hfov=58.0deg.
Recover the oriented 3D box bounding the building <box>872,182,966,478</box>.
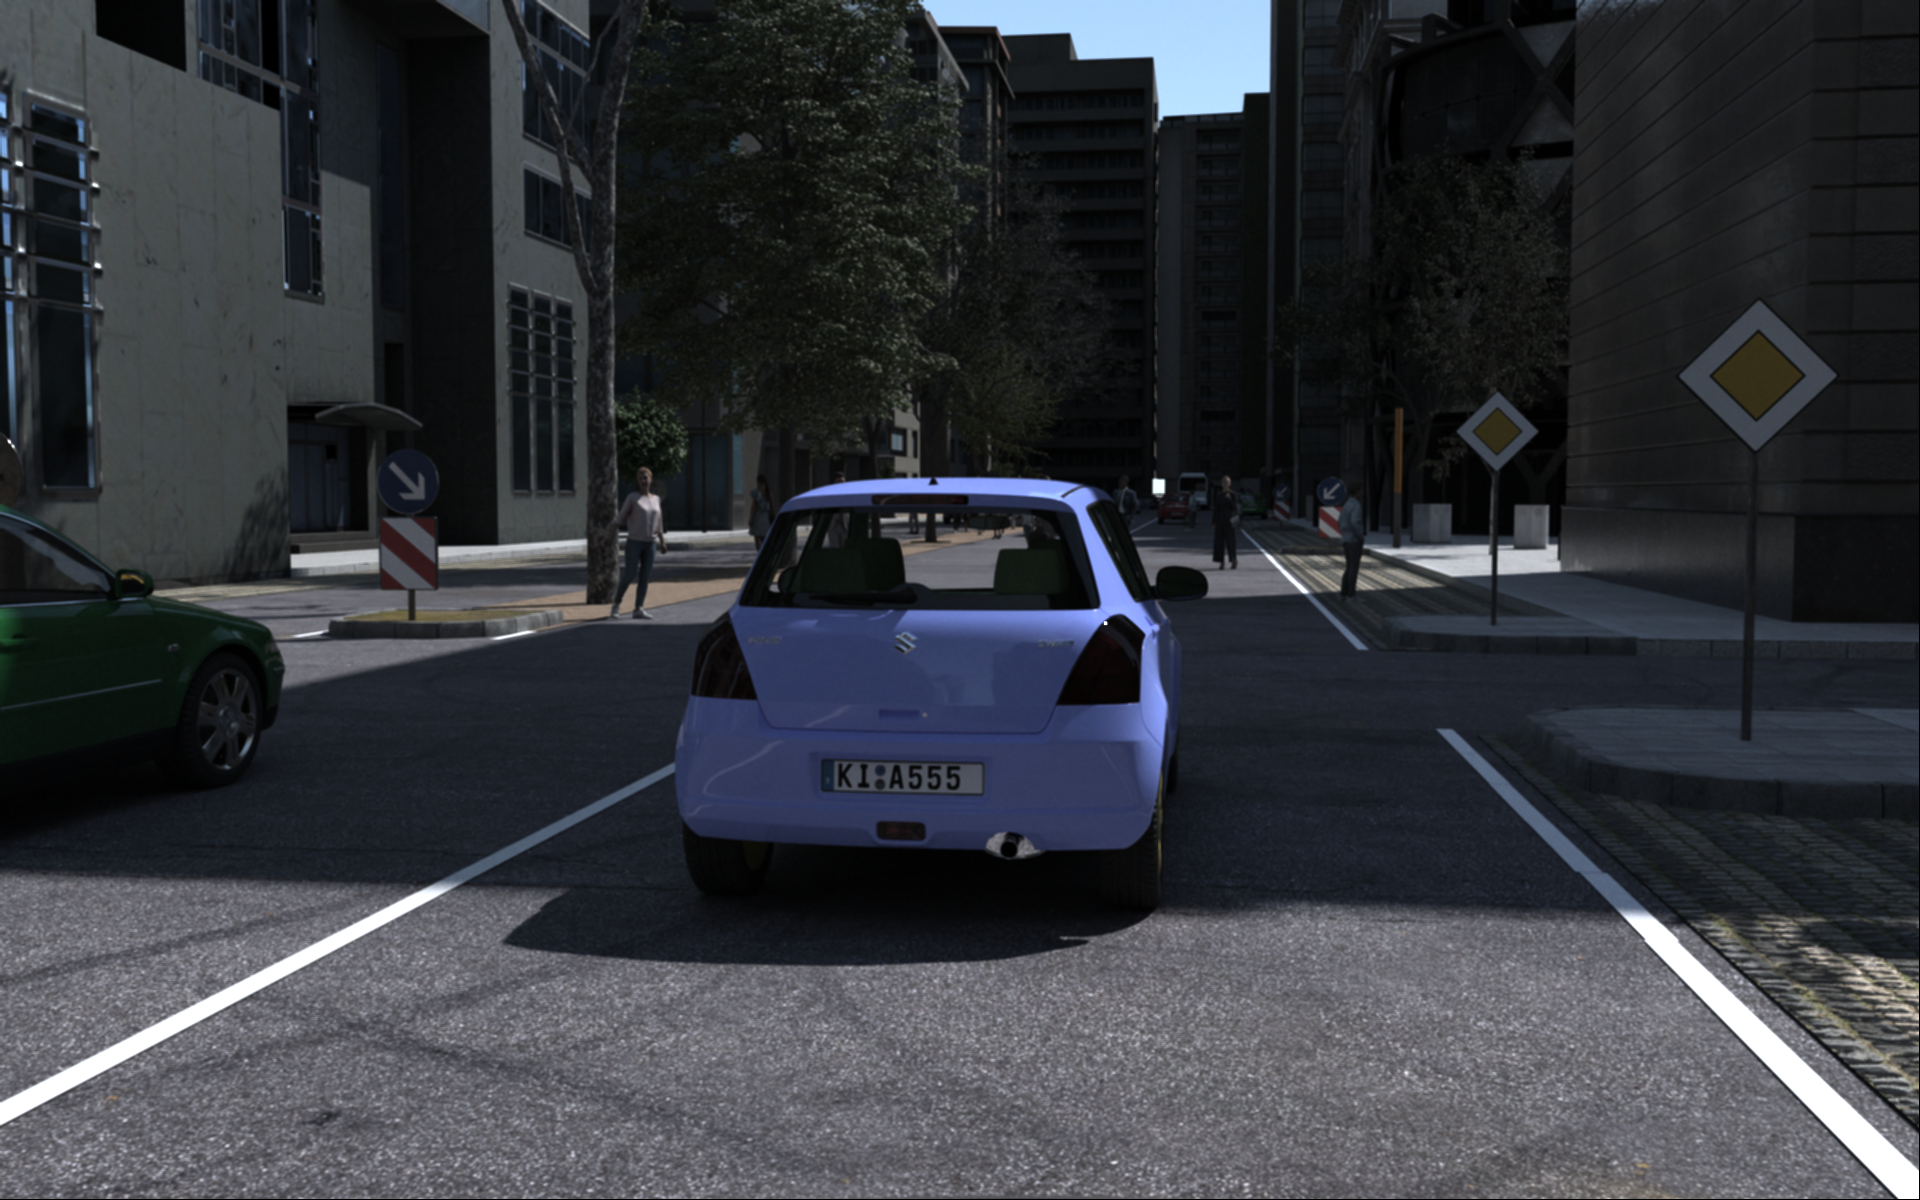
[{"bbox_3d":[-15.259,-16.263,110.938,27.650,21.520,28.899,0,4,8],"label":"building"}]

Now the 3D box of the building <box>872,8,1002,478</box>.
[{"bbox_3d":[-13.078,-27.210,136.768,32.217,40.220,23.993,0,4,8],"label":"building"}]

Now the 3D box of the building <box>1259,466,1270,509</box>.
[{"bbox_3d":[37.586,-43.737,153.344,20.563,71.187,20.611,0,4,8],"label":"building"}]

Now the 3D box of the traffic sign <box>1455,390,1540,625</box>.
[{"bbox_3d":[5.212,-0.809,16.869,0.795,2.450,0.064,0,4,8],"label":"traffic sign"}]

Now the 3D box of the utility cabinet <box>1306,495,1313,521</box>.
[{"bbox_3d":[16.597,-4.301,81.480,0.306,1.237,1.020,-1,4,-10],"label":"utility cabinet"}]

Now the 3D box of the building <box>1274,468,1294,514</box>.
[{"bbox_3d":[38.014,-25.993,116.864,32.217,40.220,23.993,0,4,8],"label":"building"}]

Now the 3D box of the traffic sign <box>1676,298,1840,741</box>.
[{"bbox_3d":[4.093,-0.325,8.962,0.795,2.450,0.064,0,4,8],"label":"traffic sign"}]

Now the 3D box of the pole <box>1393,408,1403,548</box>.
[{"bbox_3d":[10.410,-2.895,41.168,0.158,3.312,0.155,0,3,0],"label":"pole"}]

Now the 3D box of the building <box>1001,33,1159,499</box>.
[{"bbox_3d":[10.478,-34.443,186.849,21.600,48.544,21.300,0,4,8],"label":"building"}]

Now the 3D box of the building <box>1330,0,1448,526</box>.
[{"bbox_3d":[24.400,-17.773,77.981,14.401,28.519,23.554,0,4,8],"label":"building"}]

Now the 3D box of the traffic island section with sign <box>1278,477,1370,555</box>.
[{"bbox_3d":[8.708,-2.002,41.368,1.989,1.847,2.006,0,4,8],"label":"traffic island section with sign"}]

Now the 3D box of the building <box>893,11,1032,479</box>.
[{"bbox_3d":[-8.505,-30.932,160.369,28.867,44.769,22.147,0,4,8],"label":"building"}]

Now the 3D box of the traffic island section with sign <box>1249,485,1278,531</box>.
[{"bbox_3d":[12.494,-3.635,68.057,1.989,1.847,2.006,0,4,8],"label":"traffic island section with sign"}]

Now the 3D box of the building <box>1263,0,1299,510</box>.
[{"bbox_3d":[31.716,-29.805,137.416,14.600,45.320,14.200,0,4,8],"label":"building"}]

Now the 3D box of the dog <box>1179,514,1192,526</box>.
[{"bbox_3d":[10.252,-3.775,78.564,0.800,0.831,0.513,1,4,17],"label":"dog"}]

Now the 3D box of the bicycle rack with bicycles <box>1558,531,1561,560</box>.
[{"bbox_3d":[12.818,-1.226,33.428,2.852,0.926,2.925,-2,4,-34],"label":"bicycle rack with bicycles"}]

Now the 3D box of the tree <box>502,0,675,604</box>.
[{"bbox_3d":[-5.722,-10.066,22.926,12.611,20.169,13.585,0,3,0],"label":"tree"}]

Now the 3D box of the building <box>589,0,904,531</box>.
[{"bbox_3d":[-15.570,-27.715,72.741,23.786,49.044,30.456,0,4,8],"label":"building"}]

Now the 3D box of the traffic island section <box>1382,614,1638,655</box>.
[{"bbox_3d":[5.237,0.326,16.943,2.009,0.180,2.903,0,4,8],"label":"traffic island section"}]

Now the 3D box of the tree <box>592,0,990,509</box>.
[{"bbox_3d":[-3.343,-6.880,33.076,7.486,12.596,7.792,0,3,0],"label":"tree"}]

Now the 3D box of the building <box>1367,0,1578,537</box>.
[{"bbox_3d":[22.073,-11.608,57.250,16.820,18.784,16.811,0,4,8],"label":"building"}]

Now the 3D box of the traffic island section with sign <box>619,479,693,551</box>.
[{"bbox_3d":[-7.981,-2.197,44.552,1.989,1.847,2.006,0,4,8],"label":"traffic island section with sign"}]

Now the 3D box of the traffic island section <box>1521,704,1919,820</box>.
[{"bbox_3d":[4.117,0.810,9.036,2.009,0.180,2.903,0,4,8],"label":"traffic island section"}]

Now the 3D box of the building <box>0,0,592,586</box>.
[{"bbox_3d":[-21.775,-44.083,33.433,22.319,86.520,31.000,0,4,8],"label":"building"}]

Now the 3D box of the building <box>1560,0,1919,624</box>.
[{"bbox_3d":[21.097,-13.644,20.345,25.104,27.353,12.463,0,4,8],"label":"building"}]

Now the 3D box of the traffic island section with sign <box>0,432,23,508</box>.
[{"bbox_3d":[-6.528,-0.162,10.779,2.006,1.907,1.989,0,4,8],"label":"traffic island section with sign"}]

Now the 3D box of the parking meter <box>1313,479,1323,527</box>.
[{"bbox_3d":[13.996,-3.784,67.577,0.399,1.863,0.255,0,4,-2],"label":"parking meter"}]

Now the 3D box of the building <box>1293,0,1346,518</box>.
[{"bbox_3d":[26.265,-25.385,98.637,14.154,41.232,14.086,0,4,8],"label":"building"}]

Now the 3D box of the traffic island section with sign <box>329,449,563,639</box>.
[{"bbox_3d":[-5.480,-0.610,18.112,2.006,1.907,1.989,0,4,8],"label":"traffic island section with sign"}]

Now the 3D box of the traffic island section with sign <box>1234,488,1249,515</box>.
[{"bbox_3d":[19.562,-6.691,118.029,1.989,1.847,2.006,0,4,8],"label":"traffic island section with sign"}]

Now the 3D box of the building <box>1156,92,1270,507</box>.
[{"bbox_3d":[27.566,-30.391,180.493,14.086,41.232,14.154,0,4,8],"label":"building"}]
